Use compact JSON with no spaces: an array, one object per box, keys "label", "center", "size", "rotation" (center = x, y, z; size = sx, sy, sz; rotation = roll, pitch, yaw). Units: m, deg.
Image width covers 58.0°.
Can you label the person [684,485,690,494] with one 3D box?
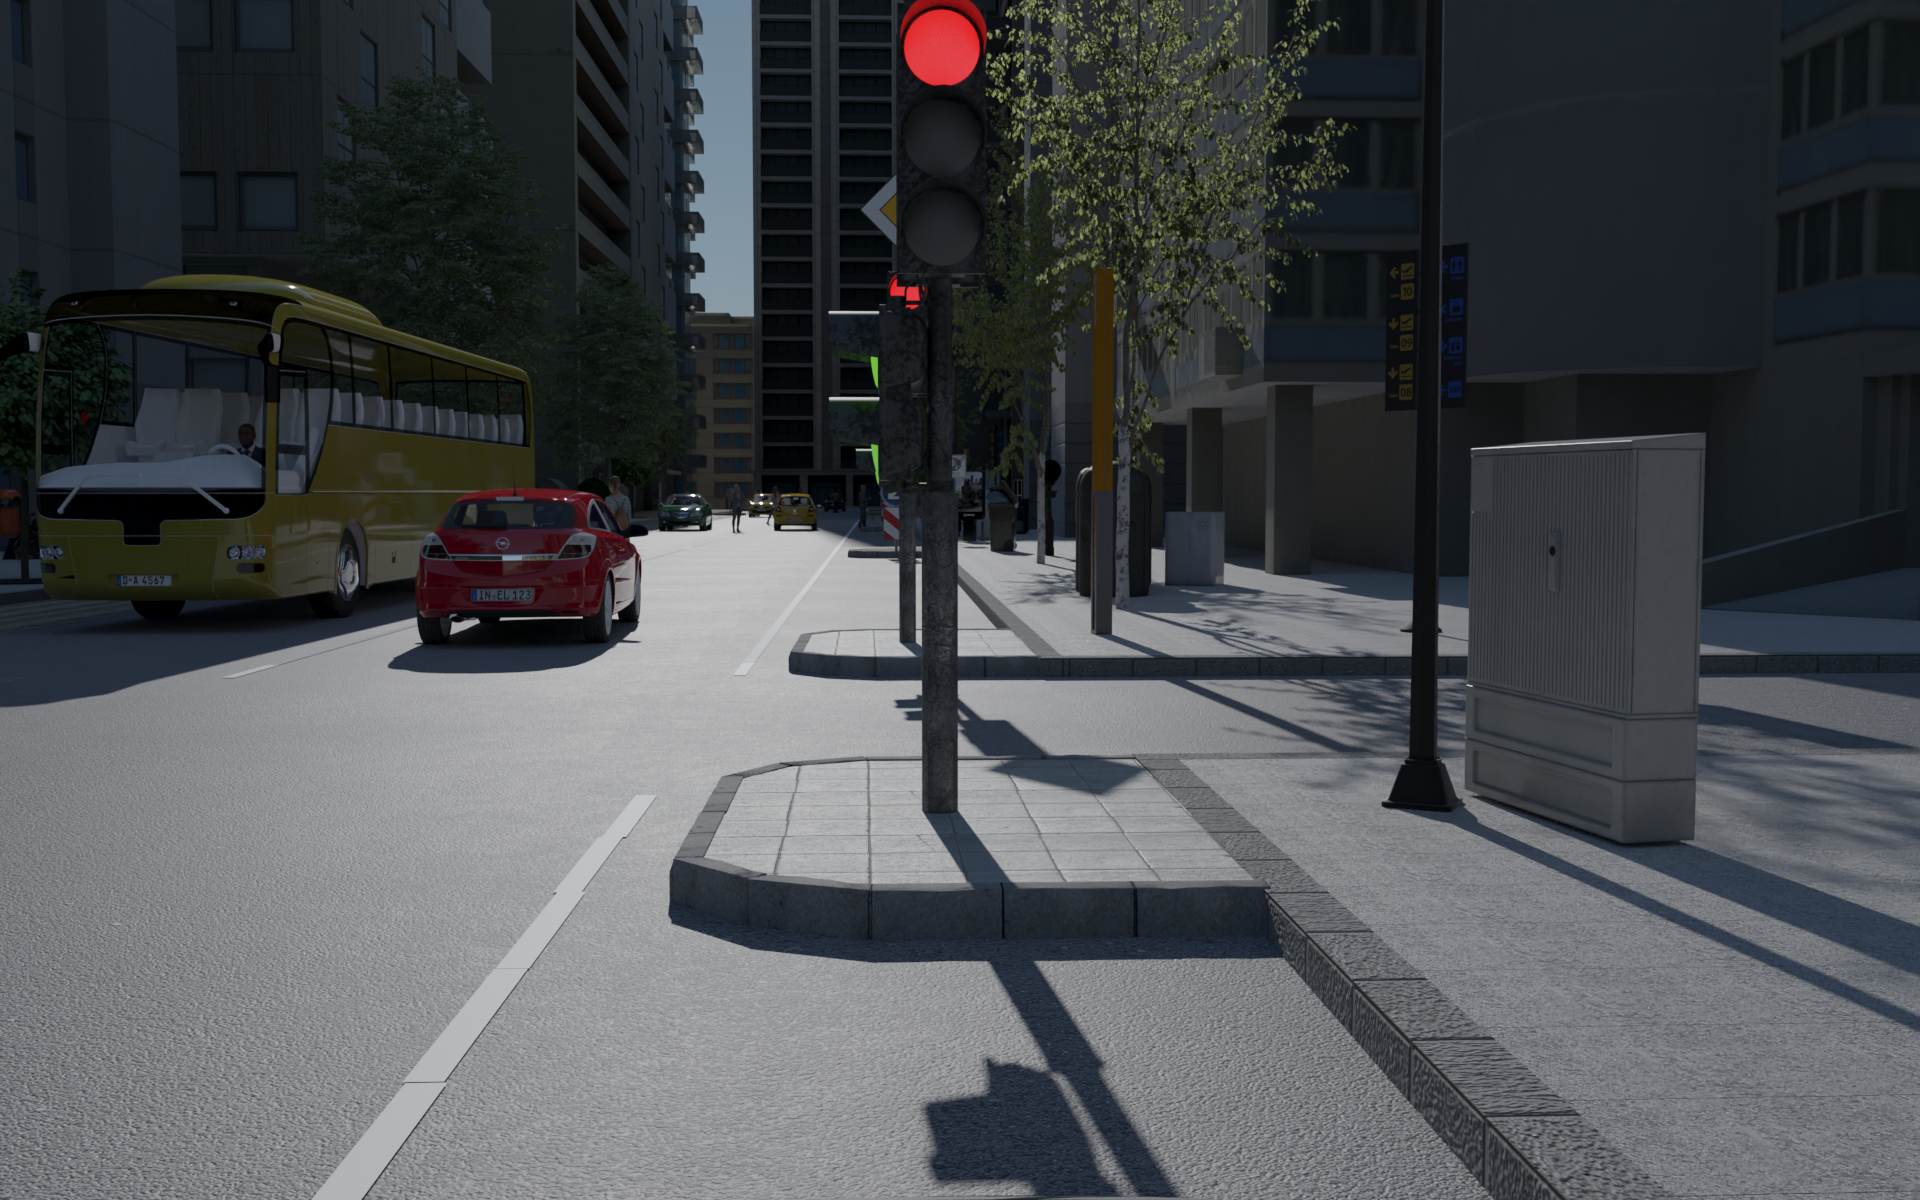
[{"label":"person","center":[-12.248,-4.205,77.256],"size":[0.388,1.821,0.555],"rotation":[-3,4,-36]}]

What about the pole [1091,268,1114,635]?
[{"label":"pole","center":[1.297,-1.342,15.783],"size":[0.158,3.312,0.155],"rotation":[0,3,0]}]

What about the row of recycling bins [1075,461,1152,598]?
[{"label":"row of recycling bins","center":[2.062,-0.980,23.130],"size":[1.069,1.692,3.534],"rotation":[0,4,7]}]

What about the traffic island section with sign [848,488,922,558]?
[{"label":"traffic island section with sign","center":[-1.566,-1.892,39.566],"size":[1.989,1.847,2.006],"rotation":[0,4,-3]}]

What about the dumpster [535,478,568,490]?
[{"label":"dumpster","center":[-15.214,-3.551,63.811],"size":[1.264,1.857,1.865],"rotation":[0,4,-3]}]

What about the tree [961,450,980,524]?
[{"label":"tree","center":[0.474,-4.921,75.054],"size":[1.663,3.219,1.824],"rotation":[0,3,0]}]

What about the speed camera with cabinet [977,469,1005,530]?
[{"label":"speed camera with cabinet","center":[1.071,-4.166,62.447],"size":[0.660,3.252,2.038],"rotation":[1,4,18]}]

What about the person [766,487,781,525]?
[{"label":"person","center":[-8.517,-4.280,79.068],"size":[0.643,1.750,0.593],"rotation":[1,4,21]}]

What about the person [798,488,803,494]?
[{"label":"person","center":[-10.297,-6.301,111.527],"size":[1.348,1.822,0.705],"rotation":[2,4,24]}]

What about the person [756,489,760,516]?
[{"label":"person","center":[-13.023,-6.223,111.042],"size":[0.721,1.735,1.217],"rotation":[2,4,29]}]

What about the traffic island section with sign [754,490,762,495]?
[{"label":"traffic island section with sign","center":[-16.620,-8.225,143.100],"size":[1.989,1.847,2.006],"rotation":[0,4,-3]}]

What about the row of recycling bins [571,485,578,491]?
[{"label":"row of recycling bins","center":[-17.358,-4.514,80.918],"size":[3.534,1.692,1.069],"rotation":[-1,4,-23]}]

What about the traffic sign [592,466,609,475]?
[{"label":"traffic sign","center":[-16.209,-4.766,78.022],"size":[0.768,2.556,0.104],"rotation":[0,4,7]}]

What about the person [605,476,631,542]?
[{"label":"person","center":[-5.178,-1.013,26.064],"size":[0.512,1.701,0.522],"rotation":[-3,5,-40]}]

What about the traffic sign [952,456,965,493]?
[{"label":"traffic sign","center":[-0.144,-2.634,45.202],"size":[0.606,2.300,0.079],"rotation":[0,4,3]}]

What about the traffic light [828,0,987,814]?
[{"label":"traffic light","center":[-0.100,-1.100,6.901],"size":[0.839,4.253,0.868],"rotation":[0,4,-3]}]

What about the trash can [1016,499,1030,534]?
[{"label":"trash can","center":[1.904,-2.671,55.332],"size":[0.748,1.137,0.748],"rotation":[0,3,0]}]

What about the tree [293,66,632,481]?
[{"label":"tree","center":[-14.037,-7.855,46.564],"size":[7.486,12.596,7.792],"rotation":[0,3,0]}]

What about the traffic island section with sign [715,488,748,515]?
[{"label":"traffic island section with sign","center":[-15.373,-6.578,116.174],"size":[1.989,1.847,2.006],"rotation":[0,4,-3]}]

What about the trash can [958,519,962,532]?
[{"label":"trash can","center":[-0.255,-2.719,56.115],"size":[0.748,1.137,0.748],"rotation":[0,3,0]}]

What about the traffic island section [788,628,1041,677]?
[{"label":"traffic island section","center":[-0.431,0.446,14.994],"size":[2.009,0.180,2.903],"rotation":[0,4,-3]}]

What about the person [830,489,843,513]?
[{"label":"person","center":[-9.417,-7.532,131.662],"size":[1.348,1.823,0.705],"rotation":[3,5,41]}]

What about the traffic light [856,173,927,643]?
[{"label":"traffic light","center":[-0.472,-1.588,14.878],"size":[0.839,4.253,0.868],"rotation":[0,4,-3]}]

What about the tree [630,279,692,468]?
[{"label":"tree","center":[-17.003,-10.234,85.450],"size":[7.486,12.596,7.792],"rotation":[0,3,0]}]

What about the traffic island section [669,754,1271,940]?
[{"label":"traffic island section","center":[-0.059,0.934,7.017],"size":[2.009,0.180,2.903],"rotation":[0,4,-3]}]

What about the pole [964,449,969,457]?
[{"label":"pole","center":[0.294,-5.155,78.131],"size":[0.158,3.312,0.155],"rotation":[0,3,0]}]

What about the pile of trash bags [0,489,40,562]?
[{"label":"pile of trash bags","center":[-17.952,-1.491,34.135],"size":[1.912,1.369,3.447],"rotation":[0,4,1]}]

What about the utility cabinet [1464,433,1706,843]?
[{"label":"utility cabinet","center":[2.407,0.114,6.811],"size":[0.318,1.500,1.173],"rotation":[-1,4,-12]}]

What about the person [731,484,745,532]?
[{"label":"person","center":[-8.395,-3.484,65.643],"size":[0.537,1.800,0.526],"rotation":[-1,4,-18]}]

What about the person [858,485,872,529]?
[{"label":"person","center":[-3.939,-3.865,71.873],"size":[0.590,1.801,0.661],"rotation":[-1,4,-10]}]

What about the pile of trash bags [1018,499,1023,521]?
[{"label":"pile of trash bags","center":[3.228,-4.469,82.826],"size":[1.912,1.369,3.447],"rotation":[-2,4,-28]}]

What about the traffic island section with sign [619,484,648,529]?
[{"label":"traffic island section with sign","center":[-13.059,-3.542,66.540],"size":[1.989,1.847,2.006],"rotation":[0,4,-3]}]

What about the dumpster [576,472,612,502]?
[{"label":"dumpster","center":[-15.877,-4.466,75.507],"size":[1.502,2.255,1.985],"rotation":[0,4,-3]}]

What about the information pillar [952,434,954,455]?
[{"label":"information pillar","center":[-0.258,-4.615,66.812],"size":[0.183,3.616,0.504],"rotation":[1,4,8]}]

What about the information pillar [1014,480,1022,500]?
[{"label":"information pillar","center":[2.957,-5.149,88.678],"size":[0.304,2.012,0.304],"rotation":[-3,5,-41]}]
